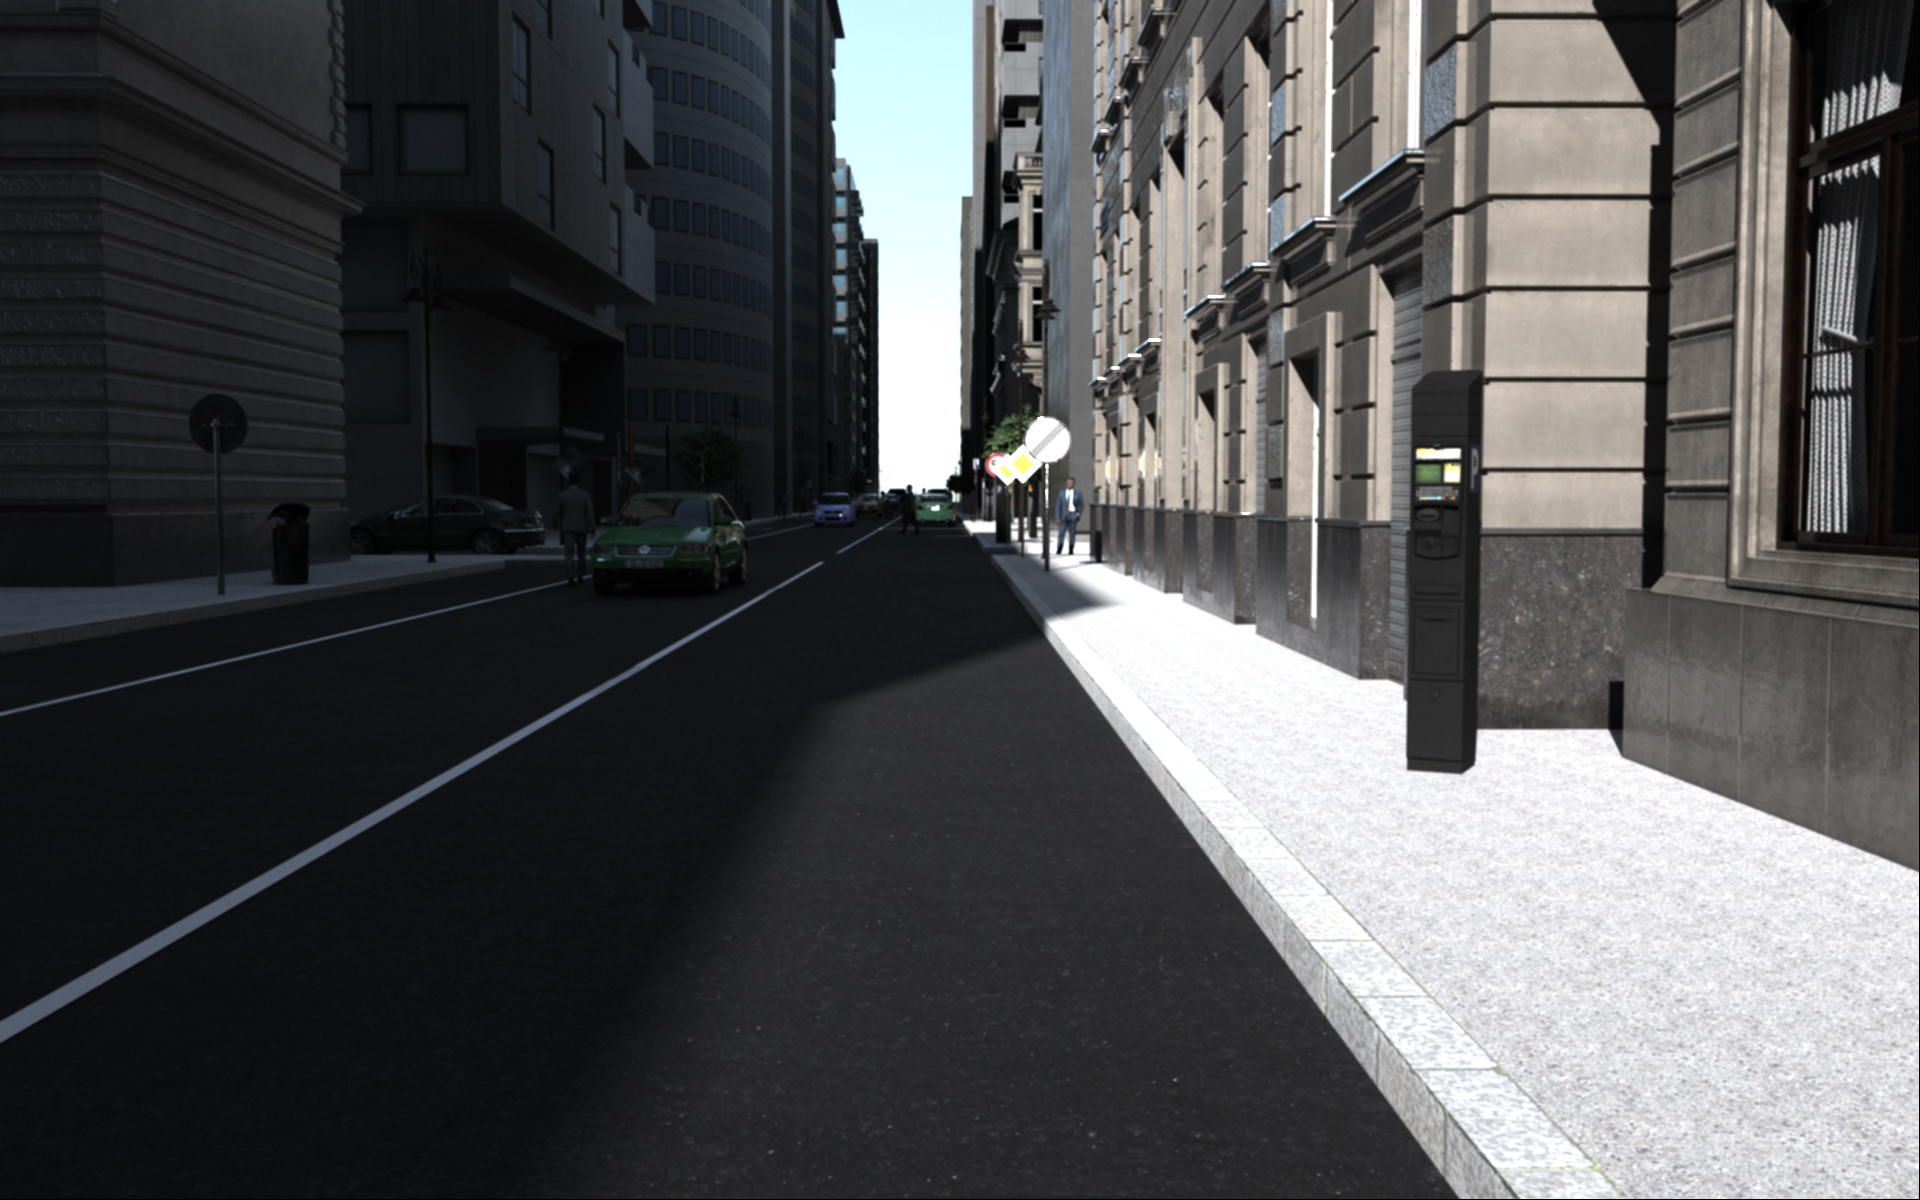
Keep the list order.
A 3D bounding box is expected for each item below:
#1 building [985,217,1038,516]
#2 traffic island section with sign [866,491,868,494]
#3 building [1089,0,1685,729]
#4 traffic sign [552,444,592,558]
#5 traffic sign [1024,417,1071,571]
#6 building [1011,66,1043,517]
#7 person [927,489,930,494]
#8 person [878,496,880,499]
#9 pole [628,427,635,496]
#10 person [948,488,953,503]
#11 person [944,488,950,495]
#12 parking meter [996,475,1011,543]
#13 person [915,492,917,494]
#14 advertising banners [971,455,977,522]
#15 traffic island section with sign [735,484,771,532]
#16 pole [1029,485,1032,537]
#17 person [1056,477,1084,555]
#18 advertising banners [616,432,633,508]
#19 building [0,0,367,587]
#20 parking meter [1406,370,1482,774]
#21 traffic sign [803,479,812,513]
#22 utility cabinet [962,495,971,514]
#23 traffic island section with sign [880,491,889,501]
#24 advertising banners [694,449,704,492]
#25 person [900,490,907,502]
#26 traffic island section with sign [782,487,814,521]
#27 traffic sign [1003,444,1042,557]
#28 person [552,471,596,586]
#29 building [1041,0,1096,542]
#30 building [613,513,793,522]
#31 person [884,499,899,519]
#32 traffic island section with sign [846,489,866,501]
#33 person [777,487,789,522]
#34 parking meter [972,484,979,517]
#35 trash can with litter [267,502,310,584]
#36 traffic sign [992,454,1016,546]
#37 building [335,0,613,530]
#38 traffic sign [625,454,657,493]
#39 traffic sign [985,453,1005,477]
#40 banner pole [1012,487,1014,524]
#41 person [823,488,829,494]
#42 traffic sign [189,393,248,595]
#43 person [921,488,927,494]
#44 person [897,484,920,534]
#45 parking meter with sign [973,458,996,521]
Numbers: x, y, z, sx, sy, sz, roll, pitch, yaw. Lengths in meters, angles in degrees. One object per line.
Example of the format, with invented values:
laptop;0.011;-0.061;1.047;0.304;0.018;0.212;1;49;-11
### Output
building;7.072;-14.893;108.125;10.561;19.102;19.286;0;4;-1
traffic island section with sign;-9.337;-9.872;170.027;1.989;1.847;2.006;0;4;-1
building;8.288;-13.669;20.755;12.463;27.353;25.104;0;4;-1
traffic sign;-7.827;-1.916;34.973;0.795;2.450;0.064;0;4;-1
traffic sign;1.448;-1.749;28.704;0.768;2.556;0.104;0;4;5
building;9.708;-16.013;80.889;14.460;24.649;34.723;0;4;-1
person;-2.496;-7.984;139.017;1.348;1.826;0.705;3;5;40
person;-9.942;-12.078;209.161;0.799;1.438;0.628;2;4;29
pole;-9.983;-3.597;52.657;0.158;3.312;0.155;0;3;0
person;-0.565;-5.262;94.870;0.374;1.781;0.599;1;4;11
person;-0.771;-6.174;109.703;0.793;1.790;0.793;-3;5;-42
parking meter;1.143;-2.428;45.414;0.255;1.863;0.399;-2;4;-35
person;-5.528;-12.810;218.647;1.217;1.736;0.721;-1;4;-20
advertising banners;0.632;-5.083;79.296;0.090;3.025;2.074;0;4;-5
traffic island section with sign;-8.199;-3.492;65.724;1.989;1.847;2.006;0;4;-1
pole;2.138;-3.544;51.795;0.158;3.312;0.155;0;3;0
person;2.411;-1.837;38.715;0.721;1.800;0.419;0;4;1
advertising banners;-9.605;-3.265;49.577;0.090;3.025;2.074;0;4;1
building;-20.930;-12.166;27.799;19.941;23.489;11.050;0;4;-1
parking meter;2.253;-0.143;8.057;0.255;1.863;0.399;2;4;27
traffic sign;-10.400;-7.107;118.321;0.606;2.300;0.079;1;4;8
utility cabinet;0.648;-6.170;112.038;1.020;1.237;0.306;0;4;1
traffic island section with sign;-10.227;-14.886;252.015;1.989;1.847;2.006;0;4;-1
advertising banners;-10.079;-4.329;66.960;0.090;3.025;2.074;0;4;2
person;-4.792;-8.665;150.733;0.990;1.755;0.434;-1;4;-23
traffic island section with sign;-8.490;-5.141;92.677;1.989;1.847;2.006;0;4;-1
traffic sign;1.267;-1.921;35.051;0.795;2.450;0.064;0;4;-1
person;-6.073;-1.130;27.250;0.678;1.792;0.850;-1;4;-13
building;17.721;-14.166;50.683;30.058;24.678;14.314;0;4;-1
building;-20.677;-33.596;91.297;21.231;58.520;28.212;0;4;-1
person;-3.918;-5.128;97.836;1.012;1.151;0.738;-3;5;-43
traffic island section with sign;-9.028;-8.199;142.681;1.989;1.847;2.006;0;4;-1
person;-9.014;-4.865;88.395;0.623;1.781;0.721;0;4;-4
parking meter;0.869;-5.621;97.620;0.399;1.863;0.255;0;4;4
trash can with litter;-9.673;-0.820;24.791;0.624;1.170;1.055;-2;4;-33
traffic sign;1.179;-2.409;43.036;0.795;2.450;0.064;0;4;-1
building;-25.163;-28.526;55.636;28.713;52.752;27.495;0;4;-1
traffic sign;-7.914;-2.405;42.957;0.795;2.450;0.064;0;4;-1
traffic sign;1.170;-3.268;53.542;0.768;2.556;0.104;0;4;1
banner pole;2.025;-5.083;73.130;0.863;3.779;0.401;1;4;13
person;-7.878;-5.740;102.440;0.391;1.810;0.635;-3;5;-41
traffic sign;-9.386;-1.335;21.930;0.768;2.556;0.104;0;4;4
person;-1.929;-5.259;94.903;0.576;1.772;0.534;-2;4;-28
person;-1.849;-3.240;61.864;0.834;1.777;0.661;0;4;-7
parking meter with sign;1.478;-5.391;84.400;1.738;3.016;0.543;-3;4;-36
